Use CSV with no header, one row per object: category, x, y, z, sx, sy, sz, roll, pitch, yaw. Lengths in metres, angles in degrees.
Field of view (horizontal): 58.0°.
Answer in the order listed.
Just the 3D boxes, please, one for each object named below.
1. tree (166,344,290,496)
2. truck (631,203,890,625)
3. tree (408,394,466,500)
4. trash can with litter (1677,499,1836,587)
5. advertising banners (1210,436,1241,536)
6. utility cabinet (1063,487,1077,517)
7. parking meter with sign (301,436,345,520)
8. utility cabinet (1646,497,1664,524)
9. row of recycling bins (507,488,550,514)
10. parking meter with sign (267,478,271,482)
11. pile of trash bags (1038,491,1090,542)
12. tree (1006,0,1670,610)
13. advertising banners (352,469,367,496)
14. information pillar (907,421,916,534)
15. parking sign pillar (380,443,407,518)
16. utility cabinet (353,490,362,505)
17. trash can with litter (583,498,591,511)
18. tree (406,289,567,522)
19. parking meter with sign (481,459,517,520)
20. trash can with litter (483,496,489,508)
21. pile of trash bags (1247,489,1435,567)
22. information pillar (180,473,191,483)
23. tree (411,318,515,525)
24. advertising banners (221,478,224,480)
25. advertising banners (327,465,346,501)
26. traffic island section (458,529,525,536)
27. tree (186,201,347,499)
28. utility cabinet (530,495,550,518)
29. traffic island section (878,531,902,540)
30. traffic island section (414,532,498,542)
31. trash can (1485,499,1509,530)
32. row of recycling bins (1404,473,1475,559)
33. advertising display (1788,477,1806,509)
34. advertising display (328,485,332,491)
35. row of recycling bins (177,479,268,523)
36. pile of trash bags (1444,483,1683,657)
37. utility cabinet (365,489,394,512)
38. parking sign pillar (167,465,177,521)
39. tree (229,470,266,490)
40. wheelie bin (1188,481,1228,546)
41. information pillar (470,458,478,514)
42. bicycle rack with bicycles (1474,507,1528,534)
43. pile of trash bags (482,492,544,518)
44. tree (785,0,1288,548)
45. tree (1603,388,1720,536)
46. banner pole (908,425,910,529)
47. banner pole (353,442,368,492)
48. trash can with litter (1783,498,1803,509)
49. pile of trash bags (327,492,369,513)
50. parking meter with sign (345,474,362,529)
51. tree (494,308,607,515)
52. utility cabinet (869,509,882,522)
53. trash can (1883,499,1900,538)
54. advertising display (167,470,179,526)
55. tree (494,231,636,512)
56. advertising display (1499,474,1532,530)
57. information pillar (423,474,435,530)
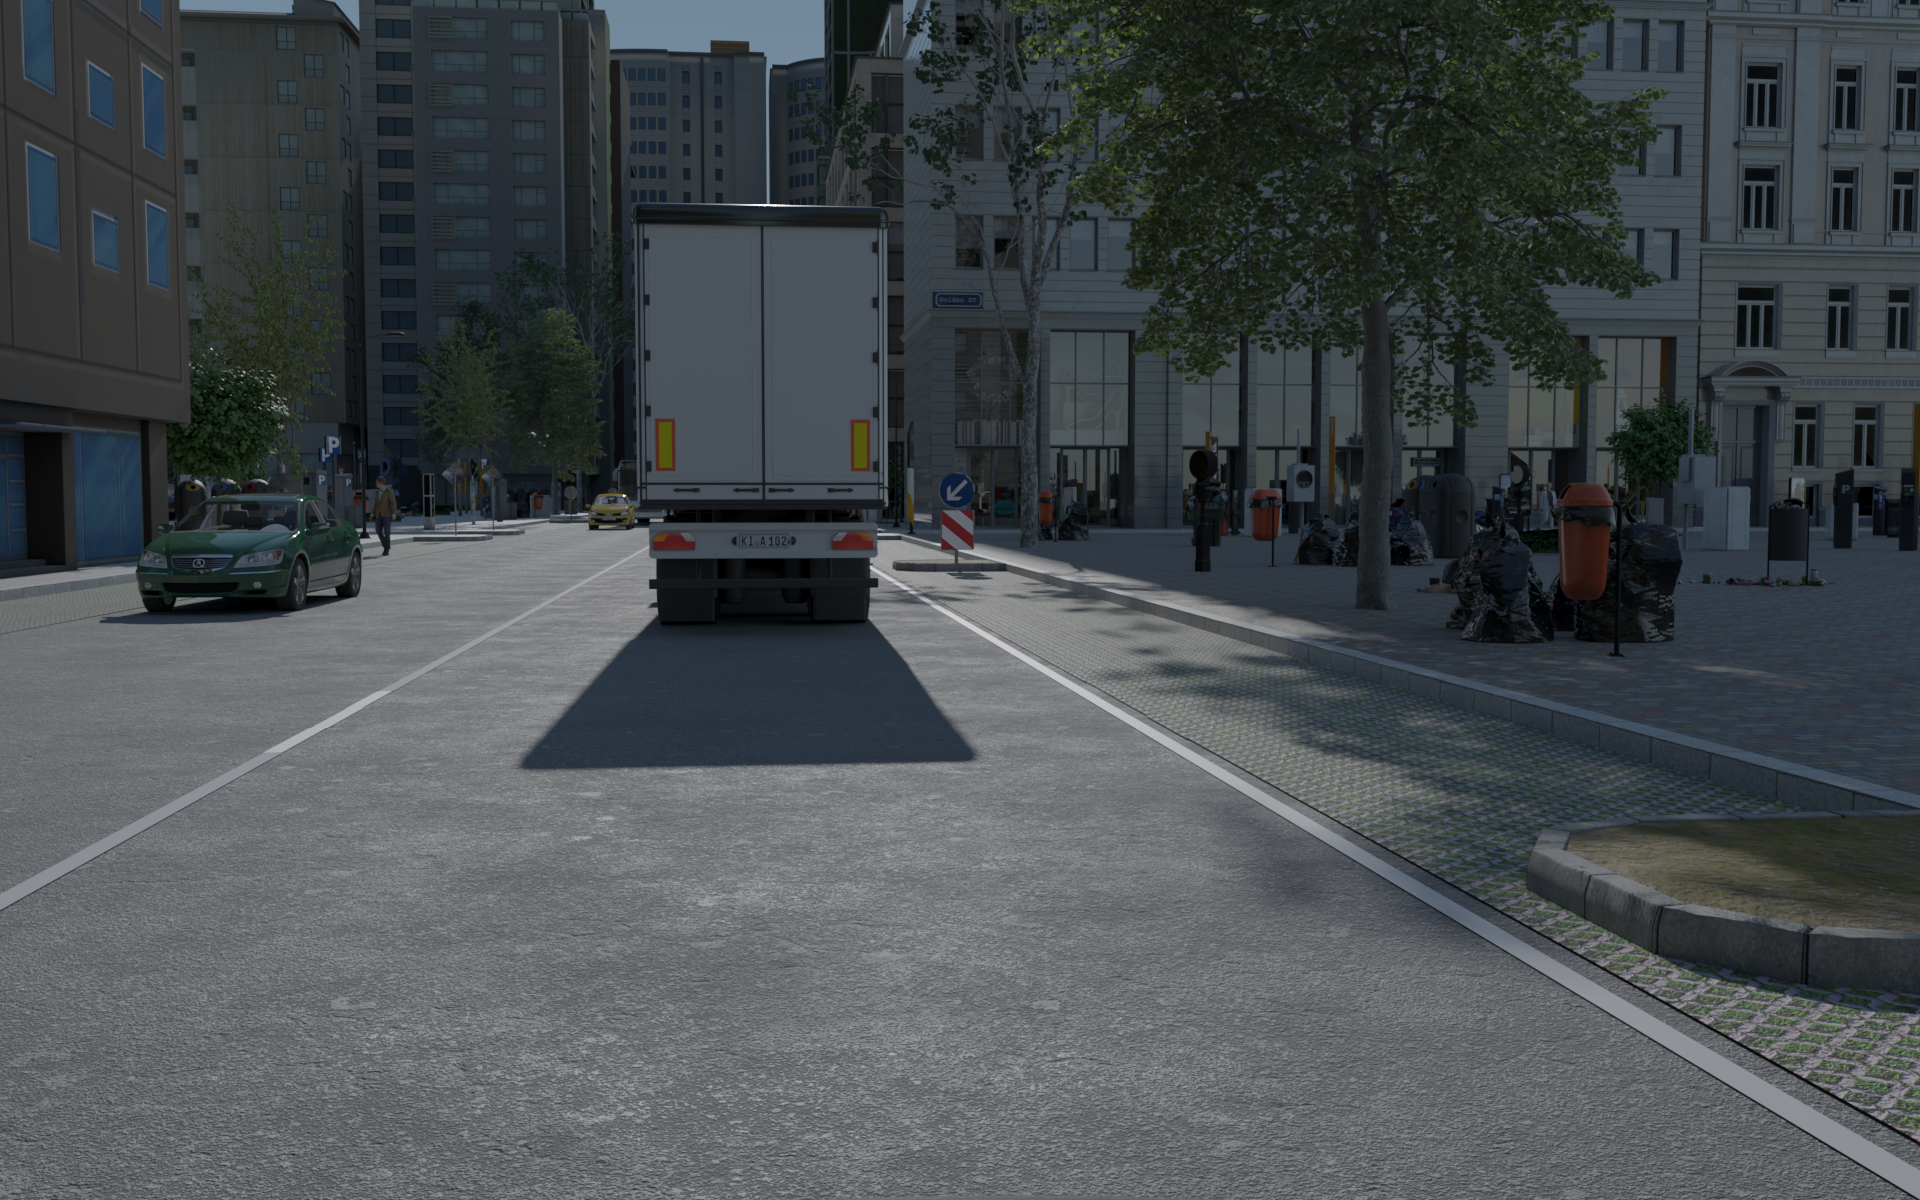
tree,-16.294,-3.313,37.888,4.285,4.588,4.351,0,3,0
truck,-2.551,-2.047,22.390,2.839,4.237,11.283,0,4,-7
tree,-38.579,-10.813,127.155,4.360,8.622,3.978,0,3,0
trash can with litter,11.338,-0.830,24.631,2.233,1.210,1.678,1,4,18
advertising banners,8.161,-3.496,53.346,0.090,3.025,2.074,2,4,35
utility cabinet,3.349,-2.704,52.896,0.318,1.500,1.173,1,4,9
parking meter with sign,-19.531,-3.435,52.425,1.738,3.016,0.543,2,4,30
utility cabinet,13.169,-1.326,32.835,0.306,1.237,1.020,1,4,20
row of recycling bins,-27.493,-6.271,109.649,1.069,1.692,3.534,3,5,42
parking meter with sign,-32.985,-5.342,83.605,0.543,3.016,1.738,3,5,41
pile of trash bags,2.589,-2.333,47.900,1.912,1.369,3.447,1,4,10
tree,4.245,-6.168,18.969,7.486,12.596,7.792,0,3,0
advertising banners,-44.691,-8.034,127.544,2.074,3.025,0.090,0,4,1
information pillar,-1.576,-3.918,55.418,0.183,3.616,0.504,1,4,14
parking sign pillar,-30.053,-6.291,91.329,1.447,3.967,1.447,3,5,42
utility cabinet,-29.831,-4.739,86.164,0.318,1.500,1.173,0,4,4
trash can with litter,-28.322,-7.267,130.205,1.055,1.170,0.624,-3,5,-43
tree,-21.524,-8.868,79.411,7.601,10.594,8.767,0,4,-2
parking meter with sign,-22.868,-5.489,86.007,0.543,3.016,1.738,3,5,40
trash can with litter,-28.661,-5.746,105.342,1.055,1.170,0.624,1,4,11
pile of trash bags,6.716,-1.311,31.195,3.447,1.369,1.912,-1,4,-22
information pillar,-33.107,-5.065,74.160,0.504,3.616,0.183,-1,4,-21
tree,-20.359,-7.429,71.831,4.737,8.622,4.395,0,3,0
advertising banners,-55.358,-8.312,132.094,2.074,3.025,0.090,0,4,-8
advertising banners,-38.239,-6.664,105.138,2.074,3.025,0.090,0,4,7
traffic island section,-16.502,-2.380,61.186,2.009,0.180,2.903,0,4,-7
tree,-17.123,-5.675,43.144,4.737,8.622,4.395,0,3,0
utility cabinet,-22.943,-5.106,94.648,1.020,1.237,0.306,-2,4,-26
traffic island section,-2.974,-1.989,54.803,2.009,0.180,2.903,0,4,-7
traffic island section,-15.521,-1.895,53.261,2.009,0.180,2.903,0,4,-7
trash can,16.546,-2.553,53.400,0.748,1.137,0.748,0,3,0
row of recycling bins,9.970,-1.765,35.970,1.069,1.692,3.534,0,4,4
advertising display,32.166,-3.754,66.584,0.974,1.923,0.123,-2,4,-33
advertising display,-45.787,-7.428,126.667,0.974,1.923,0.123,2,4,25
row of recycling bins,-20.114,-2.526,48.406,3.534,1.692,1.069,0,4,0
pile of trash bags,5.293,-0.328,15.114,1.912,1.369,3.447,1,4,13
utility cabinet,-27.149,-4.436,81.201,1.173,1.500,0.318,1,4,14
parking sign pillar,-37.849,-5.746,82.426,1.447,3.967,1.447,-3,4,-39
tree,-33.348,-5.311,81.435,1.663,3.219,1.824,0,3,0
wheelie bin,6.109,-2.118,42.537,0.980,1.594,0.693,-1,4,-11
information pillar,-31.329,-7.351,111.550,0.183,3.616,0.504,3,5,40
bicycle rack with bicycles,14.650,-2.181,49.046,2.852,0.926,2.925,3,5,42
pile of trash bags,-23.687,-5.060,92.483,1.912,1.369,3.447,3,4,38
tree,2.175,-11.414,42.503,12.611,20.169,13.585,0,3,0
tree,21.785,-4.289,53.831,4.285,4.588,4.351,0,3,0
banner pole,-1.767,-4.465,63.018,0.401,3.779,0.863,1,4,9
banner pole,-28.766,-5.684,82.950,0.863,3.779,0.401,1,4,14
trash can with litter,24.001,-2.364,50.038,0.624,1.170,1.055,2,4,26
pile of trash bags,-25.344,-3.640,69.265,3.447,1.369,1.912,0,4,2
parking meter with sign,-23.173,-4.199,64.922,1.738,3.016,0.543,2,4,27
tree,-25.226,-11.491,105.999,7.486,12.596,7.792,0,3,0
utility cabinet,-3.913,-4.226,80.258,0.306,1.237,1.020,-2,4,-26
trash can,27.615,-2.412,51.094,0.748,1.137,0.748,0,3,0
advertising display,-21.120,-2.478,45.735,0.974,1.923,0.123,1,4,8
tree,-25.560,-16.320,122.719,12.611,20.169,13.585,0,3,0
advertising display,17.388,-3.000,54.261,0.974,1.923,0.123,1,4,11
information pillar,-19.107,-3.536,62.310,0.304,2.012,0.304,0,4,7
